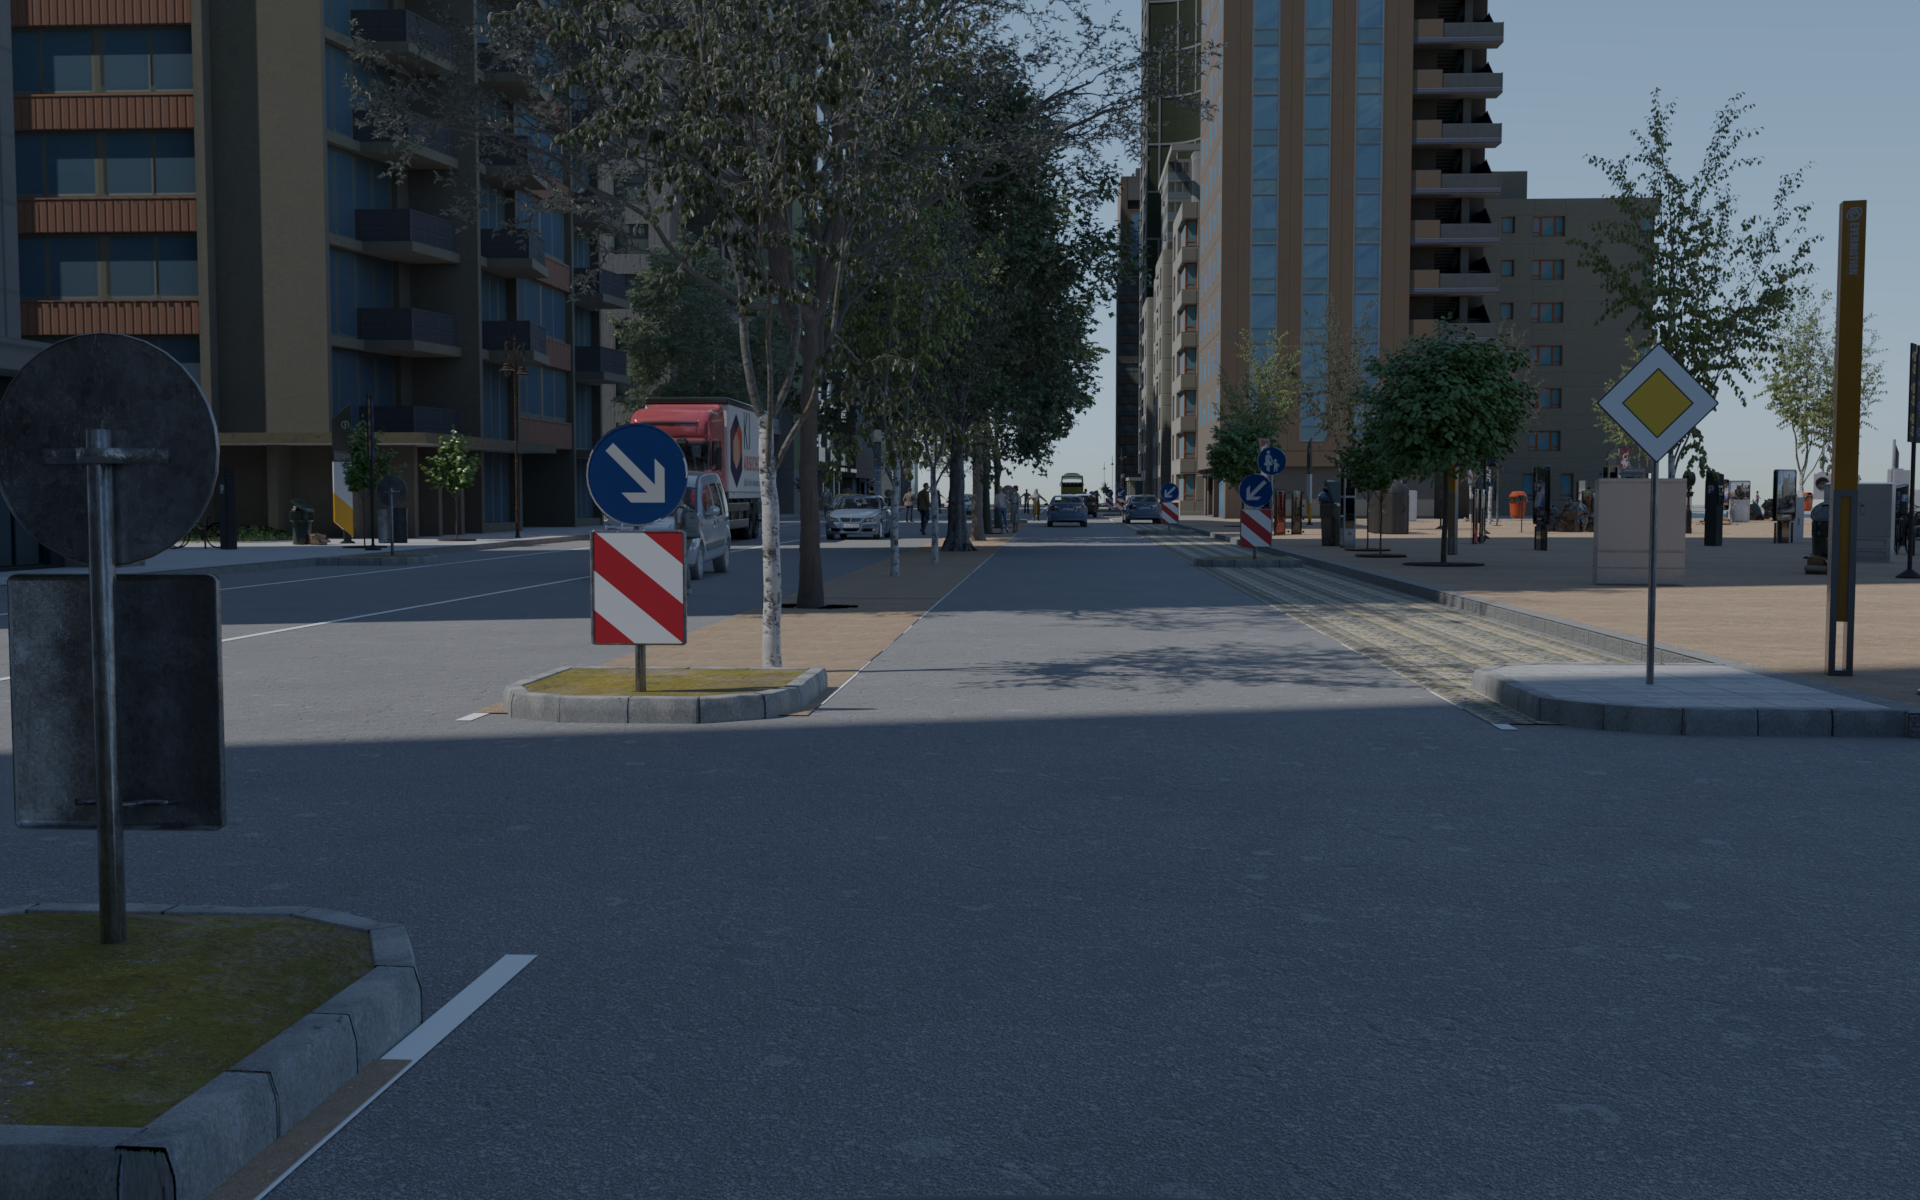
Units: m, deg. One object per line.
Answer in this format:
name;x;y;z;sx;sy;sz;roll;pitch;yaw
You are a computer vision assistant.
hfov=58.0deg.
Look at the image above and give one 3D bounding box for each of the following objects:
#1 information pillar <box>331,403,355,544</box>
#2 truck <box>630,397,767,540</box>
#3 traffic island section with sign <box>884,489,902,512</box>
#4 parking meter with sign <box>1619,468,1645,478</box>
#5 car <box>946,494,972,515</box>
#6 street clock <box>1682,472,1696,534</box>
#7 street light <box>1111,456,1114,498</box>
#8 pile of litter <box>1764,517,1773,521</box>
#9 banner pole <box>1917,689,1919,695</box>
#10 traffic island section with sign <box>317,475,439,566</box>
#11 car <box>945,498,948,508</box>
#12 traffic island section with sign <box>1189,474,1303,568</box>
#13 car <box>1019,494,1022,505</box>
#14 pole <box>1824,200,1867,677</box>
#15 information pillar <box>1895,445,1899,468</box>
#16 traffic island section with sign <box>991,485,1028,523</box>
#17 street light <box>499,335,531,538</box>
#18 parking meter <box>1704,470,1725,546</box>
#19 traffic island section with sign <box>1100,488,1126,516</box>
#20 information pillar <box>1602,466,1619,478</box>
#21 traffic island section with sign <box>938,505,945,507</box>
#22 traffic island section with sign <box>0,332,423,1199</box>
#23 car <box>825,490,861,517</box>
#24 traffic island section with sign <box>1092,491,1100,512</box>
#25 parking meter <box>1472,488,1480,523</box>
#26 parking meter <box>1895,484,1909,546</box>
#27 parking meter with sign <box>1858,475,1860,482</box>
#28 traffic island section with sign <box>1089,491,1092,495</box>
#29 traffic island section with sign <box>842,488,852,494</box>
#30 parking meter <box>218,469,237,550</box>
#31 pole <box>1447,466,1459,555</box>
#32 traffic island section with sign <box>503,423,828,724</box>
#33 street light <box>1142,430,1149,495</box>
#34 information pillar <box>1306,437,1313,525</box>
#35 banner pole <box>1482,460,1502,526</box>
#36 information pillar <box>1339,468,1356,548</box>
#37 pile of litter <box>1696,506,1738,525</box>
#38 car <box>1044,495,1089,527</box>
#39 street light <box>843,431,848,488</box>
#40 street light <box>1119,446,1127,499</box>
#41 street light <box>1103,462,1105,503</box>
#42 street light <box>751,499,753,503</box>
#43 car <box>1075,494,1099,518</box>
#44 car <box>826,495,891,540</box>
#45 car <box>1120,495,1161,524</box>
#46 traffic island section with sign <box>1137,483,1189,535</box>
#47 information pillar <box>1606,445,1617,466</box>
information pillar;-15.926;-3.263;44.701;0.504;3.616;0.183;-3;4;-39
truck;-7.818;-3.884;52.424;2.839;4.237;11.283;0;4;2
traffic island section with sign;-5.738;-8.008;139.553;1.989;1.847;2.006;0;4;3
parking meter with sign;19.697;-3.346;50.964;1.738;3.016;0.543;0;4;0
car;0.285;-5.580;103.036;2.131;1.459;4.920;0;4;4
street clock;23.508;-3.139;55.891;0.358;2.002;0.471;0;4;-5
street light;18.321;-14.411;208.404;0.468;5.910;1.993;0;4;3
pile of litter;38.609;-4.124;81.388;1.176;0.858;1.719;-1;4;-9
banner pole;6.495;-1.285;11.021;0.863;3.779;0.401;-2;4;-35
traffic island section with sign;-11.841;-1.647;35.551;1.989;1.847;2.006;0;4;3
car;-0.489;-9.892;174.098;2.083;1.381;4.827;0;4;4
traffic island section with sign;5.692;-1.580;34.466;1.989;1.847;2.006;0;4;3
car;7.461;-13.859;235.640;2.155;1.783;4.494;0;4;2
pole;6.221;-1.121;12.164;0.158;3.312;0.155;0;3;0
information pillar;43.951;-5.505;81.369;0.183;3.616;0.504;1;4;11
traffic island section with sign;2.377;-4.809;86.766;2.006;1.907;1.989;0;4;3
street light;-12.942;-4.753;50.502;0.468;5.910;1.993;0;4;3
parking meter;18.622;-2.265;42.748;0.255;1.863;0.399;-2;4;-30
traffic island section with sign;10.227;-6.298;111.606;1.989;1.847;2.006;0;4;3
information pillar;16.877;-2.476;44.970;0.304;2.012;0.304;-1;4;-11
traffic island section with sign;-2.492;-11.364;194.428;1.989;1.847;2.006;0;4;3
traffic island section with sign;-2.472;0.231;4.362;2.006;1.907;1.989;0;4;3
car;-4.920;-4.056;76.542;2.015;1.641;3.980;0;4;2
traffic island section with sign;11.812;-7.944;138.514;1.989;1.847;2.006;0;4;3
parking meter;22.812;-4.163;76.478;0.372;1.533;0.369;0;3;0
parking meter;23.327;-2.116;43.007;0.372;1.533;0.369;0;3;0
parking meter with sign;32.225;-4.058;62.606;0.543;3.016;1.738;3;5;43
traffic island section with sign;15.039;-11.291;193.242;1.989;1.847;2.006;0;4;3
traffic island section with sign;-7.312;-6.358;112.584;1.989;1.847;2.006;0;4;3
parking meter;-16.936;-2.101;40.055;0.399;1.863;0.255;3;5;42
pole;10.391;-2.606;36.452;0.158;3.312;0.155;0;3;0
traffic island section with sign;-2.027;-0.221;11.756;2.006;1.907;1.989;0;4;3
street light;13.406;-9.319;125.158;0.468;5.910;1.993;0;4;3
information pillar;14.502;-4.925;71.882;0.183;3.616;0.504;0;4;-6
banner pole;21.369;-4.866;69.572;0.863;3.779;0.401;0;4;4
information pillar;9.268;-2.255;41.369;0.304;2.012;0.304;0;4;-7
pile of litter;31.599;-3.556;72.098;1.719;0.858;1.176;3;5;40
car;4.719;-3.951;76.596;2.014;1.417;4.499;0;4;2
street light;-8.395;-9.448;127.261;0.468;5.910;1.993;0;4;3
street light;15.953;-12.139;171.256;0.468;5.910;1.993;0;4;3
street light;20.447;-16.684;245.565;0.468;5.910;1.993;0;4;3
street light;-10.747;-7.133;89.410;0.468;5.910;1.993;0;4;3
car;7.599;-5.947;107.025;2.009;1.686;4.222;0;4;4
car;-3.215;-2.690;55.988;2.014;1.417;4.499;0;4;5
car;8.835;-4.414;84.175;2.014;1.417;4.499;0;4;2
traffic island section with sign;7.284;-3.229;61.419;1.989;1.847;2.006;0;4;3
information pillar;31.233;-5.610;83.074;0.504;3.616;0.183;-1;4;-14
